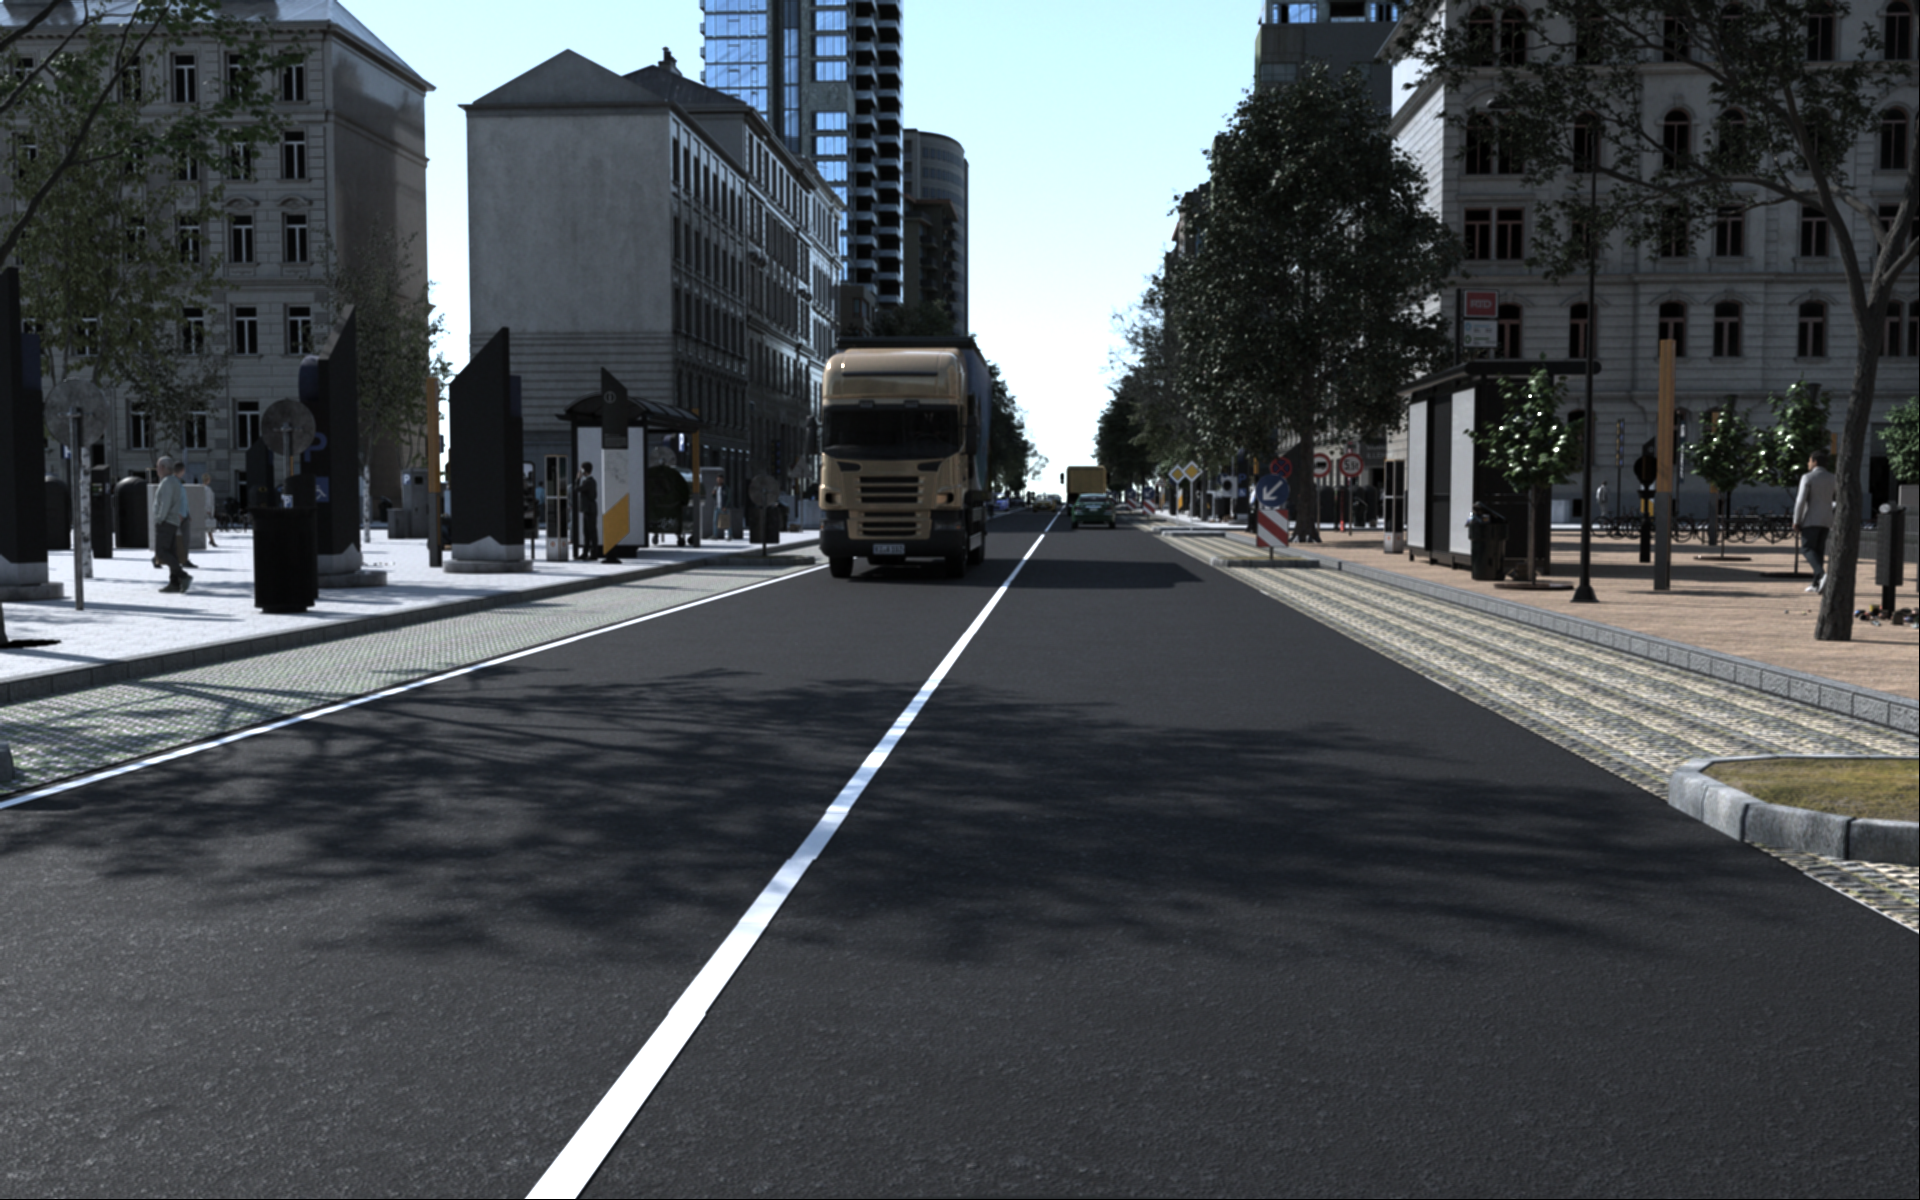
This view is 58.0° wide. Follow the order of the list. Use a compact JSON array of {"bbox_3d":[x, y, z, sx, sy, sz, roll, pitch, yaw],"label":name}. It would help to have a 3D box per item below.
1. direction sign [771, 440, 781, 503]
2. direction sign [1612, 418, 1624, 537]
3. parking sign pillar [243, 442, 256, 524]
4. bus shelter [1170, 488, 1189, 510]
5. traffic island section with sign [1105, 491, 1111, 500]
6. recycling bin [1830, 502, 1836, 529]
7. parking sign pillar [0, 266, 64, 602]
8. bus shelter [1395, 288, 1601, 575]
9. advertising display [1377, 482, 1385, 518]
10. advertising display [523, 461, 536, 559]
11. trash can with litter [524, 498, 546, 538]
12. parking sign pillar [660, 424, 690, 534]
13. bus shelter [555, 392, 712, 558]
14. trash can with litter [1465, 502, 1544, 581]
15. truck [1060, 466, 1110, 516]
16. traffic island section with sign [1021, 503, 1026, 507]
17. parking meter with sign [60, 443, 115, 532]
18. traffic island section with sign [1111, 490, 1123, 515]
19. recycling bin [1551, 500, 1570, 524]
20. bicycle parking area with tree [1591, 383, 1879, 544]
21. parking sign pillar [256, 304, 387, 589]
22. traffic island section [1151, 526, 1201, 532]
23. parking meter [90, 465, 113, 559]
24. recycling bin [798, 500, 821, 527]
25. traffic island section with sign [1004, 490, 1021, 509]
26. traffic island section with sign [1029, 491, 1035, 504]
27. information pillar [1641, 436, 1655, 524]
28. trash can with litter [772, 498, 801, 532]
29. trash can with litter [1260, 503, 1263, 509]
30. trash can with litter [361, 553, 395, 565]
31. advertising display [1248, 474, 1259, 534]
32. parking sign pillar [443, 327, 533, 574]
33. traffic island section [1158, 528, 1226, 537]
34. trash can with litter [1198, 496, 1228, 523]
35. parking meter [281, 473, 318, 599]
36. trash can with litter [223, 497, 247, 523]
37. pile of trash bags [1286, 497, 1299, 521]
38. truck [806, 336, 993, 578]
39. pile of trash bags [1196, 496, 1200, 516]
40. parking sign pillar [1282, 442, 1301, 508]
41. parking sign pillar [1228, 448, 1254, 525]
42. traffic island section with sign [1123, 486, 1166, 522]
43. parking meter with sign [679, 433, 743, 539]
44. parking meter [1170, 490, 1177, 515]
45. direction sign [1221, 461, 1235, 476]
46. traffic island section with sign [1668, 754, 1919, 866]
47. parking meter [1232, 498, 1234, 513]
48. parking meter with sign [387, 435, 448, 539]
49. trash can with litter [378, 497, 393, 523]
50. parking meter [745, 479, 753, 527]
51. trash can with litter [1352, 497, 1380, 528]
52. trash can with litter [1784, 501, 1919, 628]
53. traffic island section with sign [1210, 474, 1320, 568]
[{"bbox_3d":[-7.690,-4.915,72.354,0.379,3.537,0.876,-2,4,-31],"label":"direction sign"},{"bbox_3d":[19.859,-3.681,52.184,0.379,3.537,0.876,1,4,10],"label":"direction sign"},{"bbox_3d":[-30.350,-5.299,75.104,1.447,3.967,1.447,2,4,29],"label":"parking sign pillar"},{"bbox_3d":[17.428,-9.025,138.842,1.731,3.624,6.357,0,4,4],"label":"bus shelter"},{"bbox_3d":[14.563,-9.599,165.573,1.989,1.847,2.006,0,4,4],"label":"traffic island section with sign"},{"bbox_3d":[28.887,-2.705,56.785,0.722,1.027,0.722,0,4,-1],"label":"recycling bin"},{"bbox_3d":[-11.759,-1.992,21.047,1.447,3.967,1.447,2,4,24],"label":"parking sign pillar"},{"bbox_3d":[9.322,-3.300,31.595,2.179,5.291,8.768,0,4,4],"label":"bus shelter"},{"bbox_3d":[22.429,-5.319,92.183,0.123,1.923,0.974,2,4,32],"label":"advertising display"},{"bbox_3d":[-8.811,-1.755,33.910,0.974,1.923,0.123,-1,4,-23],"label":"advertising display"},{"bbox_3d":[-12.520,-2.354,49.870,0.624,1.170,1.055,-3,4,-39],"label":"trash can with litter"},{"bbox_3d":[-9.318,-4.166,56.592,1.447,3.967,1.447,0,4,8],"label":"parking sign pillar"},{"bbox_3d":[-6.877,-2.646,37.187,2.014,3.302,5.546,0,4,4],"label":"bus shelter"},{"bbox_3d":[8.090,-0.879,25.760,1.055,1.170,0.624,0,4,4],"label":"trash can with litter"},{"bbox_3d":[8.521,-7.421,117.264,3.469,3.379,9.791,0,4,3],"label":"truck"},{"bbox_3d":[6.415,-11.367,194.480,1.989,1.847,2.006,0,4,4],"label":"traffic island section with sign"},{"bbox_3d":[-29.330,-3.797,58.347,1.738,3.016,0.543,1,4,15],"label":"parking meter with sign"},{"bbox_3d":[11.344,-6.582,116.242,1.989,1.847,2.006,0,4,4],"label":"traffic island section with sign"},{"bbox_3d":[25.566,-3.757,73.981,0.722,1.027,0.722,3,4,38],"label":"recycling bin"},{"bbox_3d":[22.323,-3.699,47.489,9.016,4.147,8.231,1,4,15],"label":"bicycle parking area with tree"},{"bbox_3d":[-8.757,-2.177,24.064,1.447,3.967,1.447,0,4,-3],"label":"parking sign pillar"},{"bbox_3d":[8.455,-2.739,67.056,2.009,0.180,2.903,0,4,4],"label":"traffic island section"},{"bbox_3d":[-17.133,-1.765,34.561,0.255,1.863,0.399,0,4,-5],"label":"parking meter"},{"bbox_3d":[-5.932,-3.417,68.414,0.722,1.027,0.722,-2,4,-29],"label":"recycling bin"},{"bbox_3d":[4.655,-9.712,167.424,1.989,1.847,2.006,0,4,4],"label":"traffic island section with sign"},{"bbox_3d":[10.037,-14.759,249.928,1.989,1.847,2.006,0,4,4],"label":"traffic island section with sign"},{"bbox_3d":[27.606,-4.777,69.460,0.504,3.616,0.183,1,4,18],"label":"information pillar"},{"bbox_3d":[-5.789,-2.864,58.208,1.055,1.170,0.624,1,4,20],"label":"trash can with litter"},{"bbox_3d":[15.052,-4.510,85.122,0.624,1.170,1.055,1,4,9],"label":"trash can with litter"},{"bbox_3d":[-11.486,-1.261,31.680,1.678,1.210,2.233,-3,5,-39],"label":"trash can with litter"},{"bbox_3d":[9.494,-3.107,56.007,0.123,1.923,0.974,0,4,-3],"label":"advertising display"},{"bbox_3d":[-7.798,-2.449,28.510,1.447,3.967,1.447,2,4,32],"label":"parking sign pillar"},{"bbox_3d":[7.935,-2.251,59.088,2.009,0.180,2.903,0,4,4],"label":"traffic island section"},{"bbox_3d":[11.872,-4.048,77.242,2.233,1.210,1.678,3,4,37],"label":"trash can with litter"},{"bbox_3d":[-8.071,-0.783,21.206,0.372,1.533,0.369,0,3,0],"label":"parking meter"},{"bbox_3d":[-32.042,-3.999,76.770,0.624,1.170,1.055,3,5,39],"label":"trash can with litter"},{"bbox_3d":[16.197,-4.417,81.976,1.912,1.369,3.447,1,4,8],"label":"pile of trash bags"},{"bbox_3d":[-0.851,-2.707,33.176,2.839,4.237,11.283,0,4,4],"label":"truck"},{"bbox_3d":[14.413,-5.521,100.028,1.912,1.369,3.447,0,4,0],"label":"pile of trash bags"},{"bbox_3d":[17.286,-6.249,90.650,1.447,3.967,1.447,3,5,43],"label":"parking sign pillar"},{"bbox_3d":[11.914,-5.118,72.144,1.447,3.967,1.447,1,4,23],"label":"parking sign pillar"},{"bbox_3d":[9.577,-4.927,89.188,1.989,1.847,2.006,0,4,4],"label":"traffic island section with sign"},{"bbox_3d":[-7.044,-3.235,49.147,1.738,3.016,0.543,-2,4,-25],"label":"parking meter with sign"},{"bbox_3d":[13.196,-6.041,107.175,0.372,1.533,0.369,0,3,0],"label":"parking meter"},{"bbox_3d":[17.279,-7.316,111.610,0.876,3.537,0.379,0,3,0],"label":"direction sign"},{"bbox_3d":[4.238,0.071,7.465,1.989,1.847,2.006,0,4,4],"label":"traffic island section with sign"},{"bbox_3d":[18.205,-6.678,114.900,0.255,1.863,0.399,1,4,9],"label":"parking meter"},{"bbox_3d":[-15.771,-3.294,50.121,0.543,3.016,1.738,2,4,31],"label":"parking meter with sign"},{"bbox_3d":[-25.547,-4.056,77.699,1.055,1.170,0.624,1,4,18],"label":"trash can with litter"},{"bbox_3d":[-8.249,-3.787,67.631,0.255,1.863,0.399,0,4,3],"label":"parking meter"},{"bbox_3d":[15.580,-3.367,66.439,1.055,1.170,0.624,1,4,19],"label":"trash can with litter"},{"bbox_3d":[9.361,-0.398,17.563,1.678,1.210,2.233,1,4,22],"label":"trash can with litter"},{"bbox_3d":[6.001,-1.574,34.363,1.989,1.847,2.006,0,4,4],"label":"traffic island section with sign"}]
